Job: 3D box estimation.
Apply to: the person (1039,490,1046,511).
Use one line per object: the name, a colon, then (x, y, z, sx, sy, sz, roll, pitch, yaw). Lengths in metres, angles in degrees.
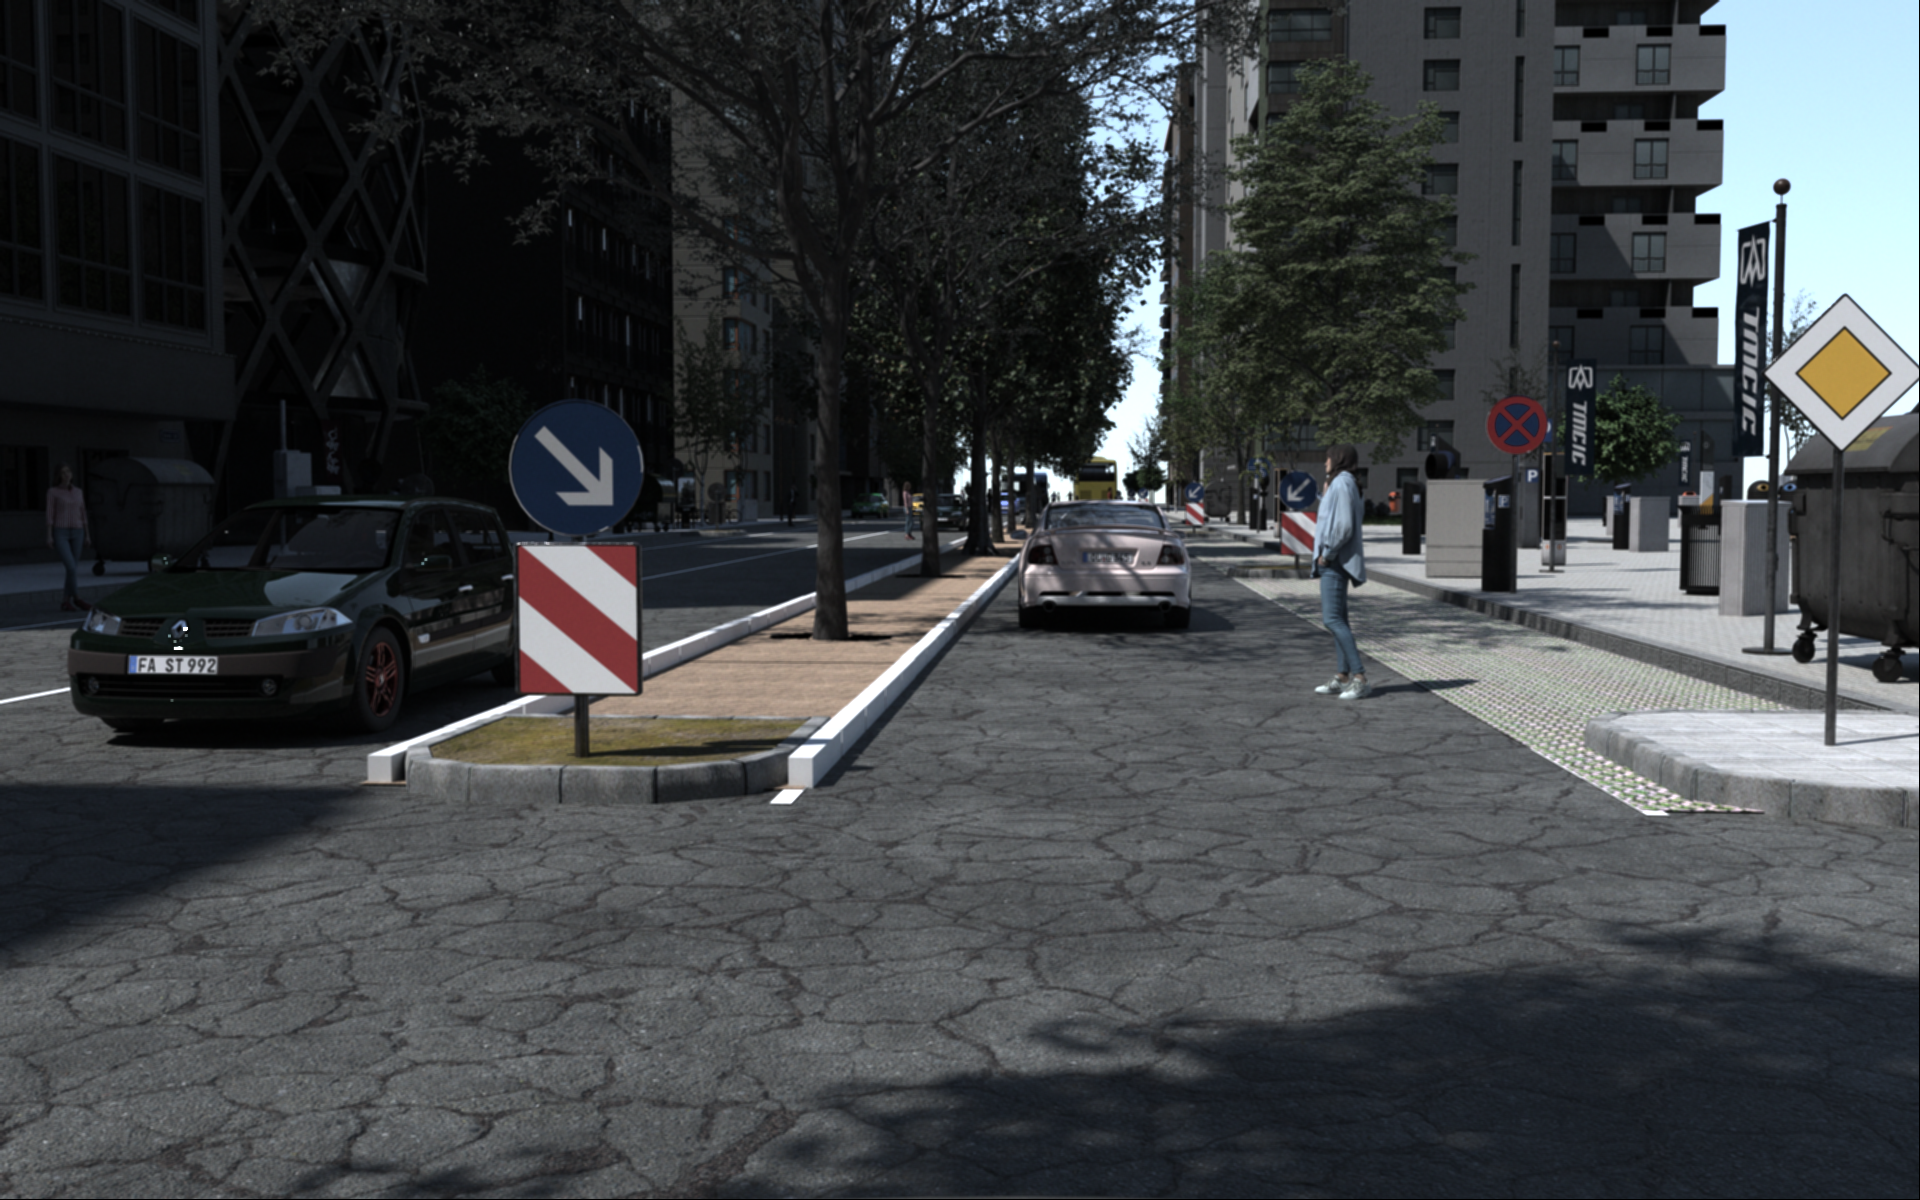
person: (6.874, -8.269, 144.404, 0.721, 1.736, 1.217, 2, 4, 28)

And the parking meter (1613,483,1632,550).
parking meter: (15.295, -1.932, 40.004, 0.372, 1.533, 0.369, 0, 3, 0)

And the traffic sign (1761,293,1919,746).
traffic sign: (4.438, -0.314, 8.777, 0.795, 2.450, 0.064, 0, 4, 4)

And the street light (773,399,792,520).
street light: (-8.685, -6.810, 84.129, 0.468, 5.910, 1.993, 0, 4, 4)

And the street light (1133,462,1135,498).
street light: (20.685, -14.258, 205.902, 0.468, 5.910, 1.993, 0, 4, 4)

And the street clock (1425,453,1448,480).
street clock: (8.492, -1.610, 30.901, 0.358, 2.002, 0.471, -1, 4, -10)

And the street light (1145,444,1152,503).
street light: (17.392, -11.336, 158.139, 0.468, 5.910, 1.993, 0, 4, 4)

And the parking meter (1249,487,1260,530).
parking meter: (10.610, -3.298, 62.333, 0.372, 1.533, 0.369, 0, 3, 0)

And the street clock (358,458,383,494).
street clock: (-11.815, -1.845, 34.735, 0.471, 2.002, 0.358, -1, 4, -18)

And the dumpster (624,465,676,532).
dumpster: (-10.558, -3.432, 58.611, 1.502, 2.255, 1.985, 0, 4, 4)

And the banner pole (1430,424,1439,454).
banner pole: (17.145, -4.440, 62.616, 0.401, 3.779, 0.863, 0, 4, -6)

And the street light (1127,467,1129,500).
street light: (23.508, -16.495, 242.474, 0.468, 5.910, 1.993, 0, 4, 4)

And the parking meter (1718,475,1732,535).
parking meter: (23.838, -2.952, 53.979, 0.255, 1.863, 0.399, 0, 4, 0)

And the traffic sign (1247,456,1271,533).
traffic sign: (9.790, -3.466, 56.782, 0.768, 2.556, 0.104, 1, 4, 9)

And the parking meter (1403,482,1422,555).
parking meter: (9.608, -1.736, 36.803, 0.372, 1.533, 0.369, 0, 3, 0)

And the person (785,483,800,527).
person: (-7.418, -4.216, 76.793, 0.474, 1.900, 0.648, 2, 4, 32)

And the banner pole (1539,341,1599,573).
banner pole: (9.934, -2.339, 28.255, 0.863, 3.779, 0.401, 2, 4, 25)

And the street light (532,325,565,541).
street light: (-11.264, -4.572, 47.536, 0.468, 5.910, 1.993, 0, 4, 4)

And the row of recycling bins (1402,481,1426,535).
row of recycling bins: (15.232, -2.836, 53.481, 1.069, 1.692, 3.534, -3, 5, -43)

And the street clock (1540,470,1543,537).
street clock: (17.253, -2.862, 51.357, 0.358, 2.002, 0.471, -1, 4, -17)

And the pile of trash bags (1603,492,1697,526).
pile of trash bags: (27.114, -3.563, 68.009, 3.447, 1.369, 1.912, 1, 4, 16)

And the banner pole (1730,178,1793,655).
banner pole: (6.501, -1.472, 14.082, 0.401, 3.779, 0.863, 0, 4, -5)

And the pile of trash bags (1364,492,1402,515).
pile of trash bags: (18.681, -4.176, 78.034, 3.447, 1.369, 1.912, -3, 4, -39)

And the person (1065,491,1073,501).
person: (12.932, -11.895, 202.993, 1.348, 1.822, 0.705, -1, 4, -10)

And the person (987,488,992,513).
person: (2.260, -7.432, 129.643, 0.705, 1.869, 1.348, -1, 4, -17)

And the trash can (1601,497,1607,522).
trash can: (28.765, -3.975, 76.652, 0.748, 1.137, 0.748, 0, 3, 0)

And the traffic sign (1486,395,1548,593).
traffic sign: (7.165, -1.361, 22.352, 0.768, 2.556, 0.104, 1, 4, 11)

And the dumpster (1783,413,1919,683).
dumpster: (6.860, -0.404, 12.361, 1.264, 1.857, 1.865, 0, 4, 4)

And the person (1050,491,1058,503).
person: (9.324, -9.954, 172.183, 0.756, 1.711, 0.436, 1, 4, 19)

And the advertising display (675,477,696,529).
advertising display: (-10.191, -3.614, 64.295, 0.123, 1.923, 0.974, 2, 4, 34)

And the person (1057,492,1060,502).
person: (13.435, -13.765, 234.345, 0.721, 1.735, 1.217, 0, 4, -5)

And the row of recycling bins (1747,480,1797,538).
row of recycling bins: (24.976, -2.686, 51.021, 1.069, 1.692, 3.534, -3, 5, -42)

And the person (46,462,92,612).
person: (-10.897, -0.772, 21.129, 0.388, 1.821, 0.555, 1, 4, 22)

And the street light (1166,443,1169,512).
street light: (14.627, -9.099, 121.563, 0.468, 5.910, 1.993, 0, 4, 4)

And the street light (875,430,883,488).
street light: (-5.783, -9.285, 124.601, 0.468, 5.910, 1.993, 0, 4, 4)

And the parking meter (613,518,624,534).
parking meter: (-11.022, -2.903, 55.867, 0.372, 1.533, 0.369, 0, 3, 0)

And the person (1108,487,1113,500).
person: (8.757, -5.639, 100.634, 0.705, 1.831, 1.348, 1, 4, 13)

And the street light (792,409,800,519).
street light: (-8.397, -7.009, 87.393, 0.468, 5.910, 1.993, 0, 4, 4)

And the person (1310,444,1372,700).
person: (2.730, -0.219, 12.344, 0.793, 1.790, 0.793, -1, 4, -17)

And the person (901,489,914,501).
person: (-3.639, -7.204, 126.375, 1.348, 1.812, 0.705, 1, 4, 18)

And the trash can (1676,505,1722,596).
trash can: (9.508, -0.637, 22.065, 0.748, 1.137, 0.748, 0, 3, 0)

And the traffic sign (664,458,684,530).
traffic sign: (-10.149, -3.750, 61.411, 0.768, 2.556, 0.104, 1, 4, 11)

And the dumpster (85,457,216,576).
dumpster: (-12.937, -1.342, 27.707, 1.264, 1.857, 1.865, 0, 4, 4)

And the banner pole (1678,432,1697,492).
banner pole: (29.311, -4.874, 69.705, 0.401, 3.779, 0.863, -3, 5, -41)

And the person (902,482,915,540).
person: (-1.610, -2.801, 54.308, 0.388, 1.821, 0.555, 0, 4, 3)

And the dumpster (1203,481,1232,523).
dumpster: (11.664, -4.444, 78.421, 1.264, 1.857, 1.865, 0, 4, 4)

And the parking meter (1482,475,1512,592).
parking meter: (7.071, -0.879, 22.789, 0.372, 1.533, 0.369, 0, 3, 0)

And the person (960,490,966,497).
person: (0.165, -6.918, 122.274, 0.621, 1.740, 0.551, 0, 4, -4)

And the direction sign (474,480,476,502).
direction sign: (-15.451, -3.862, 55.142, 0.876, 3.537, 0.379, 1, 4, 9)

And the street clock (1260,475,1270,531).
street clock: (10.658, -3.441, 60.822, 0.358, 2.002, 0.471, -1, 4, -17)
